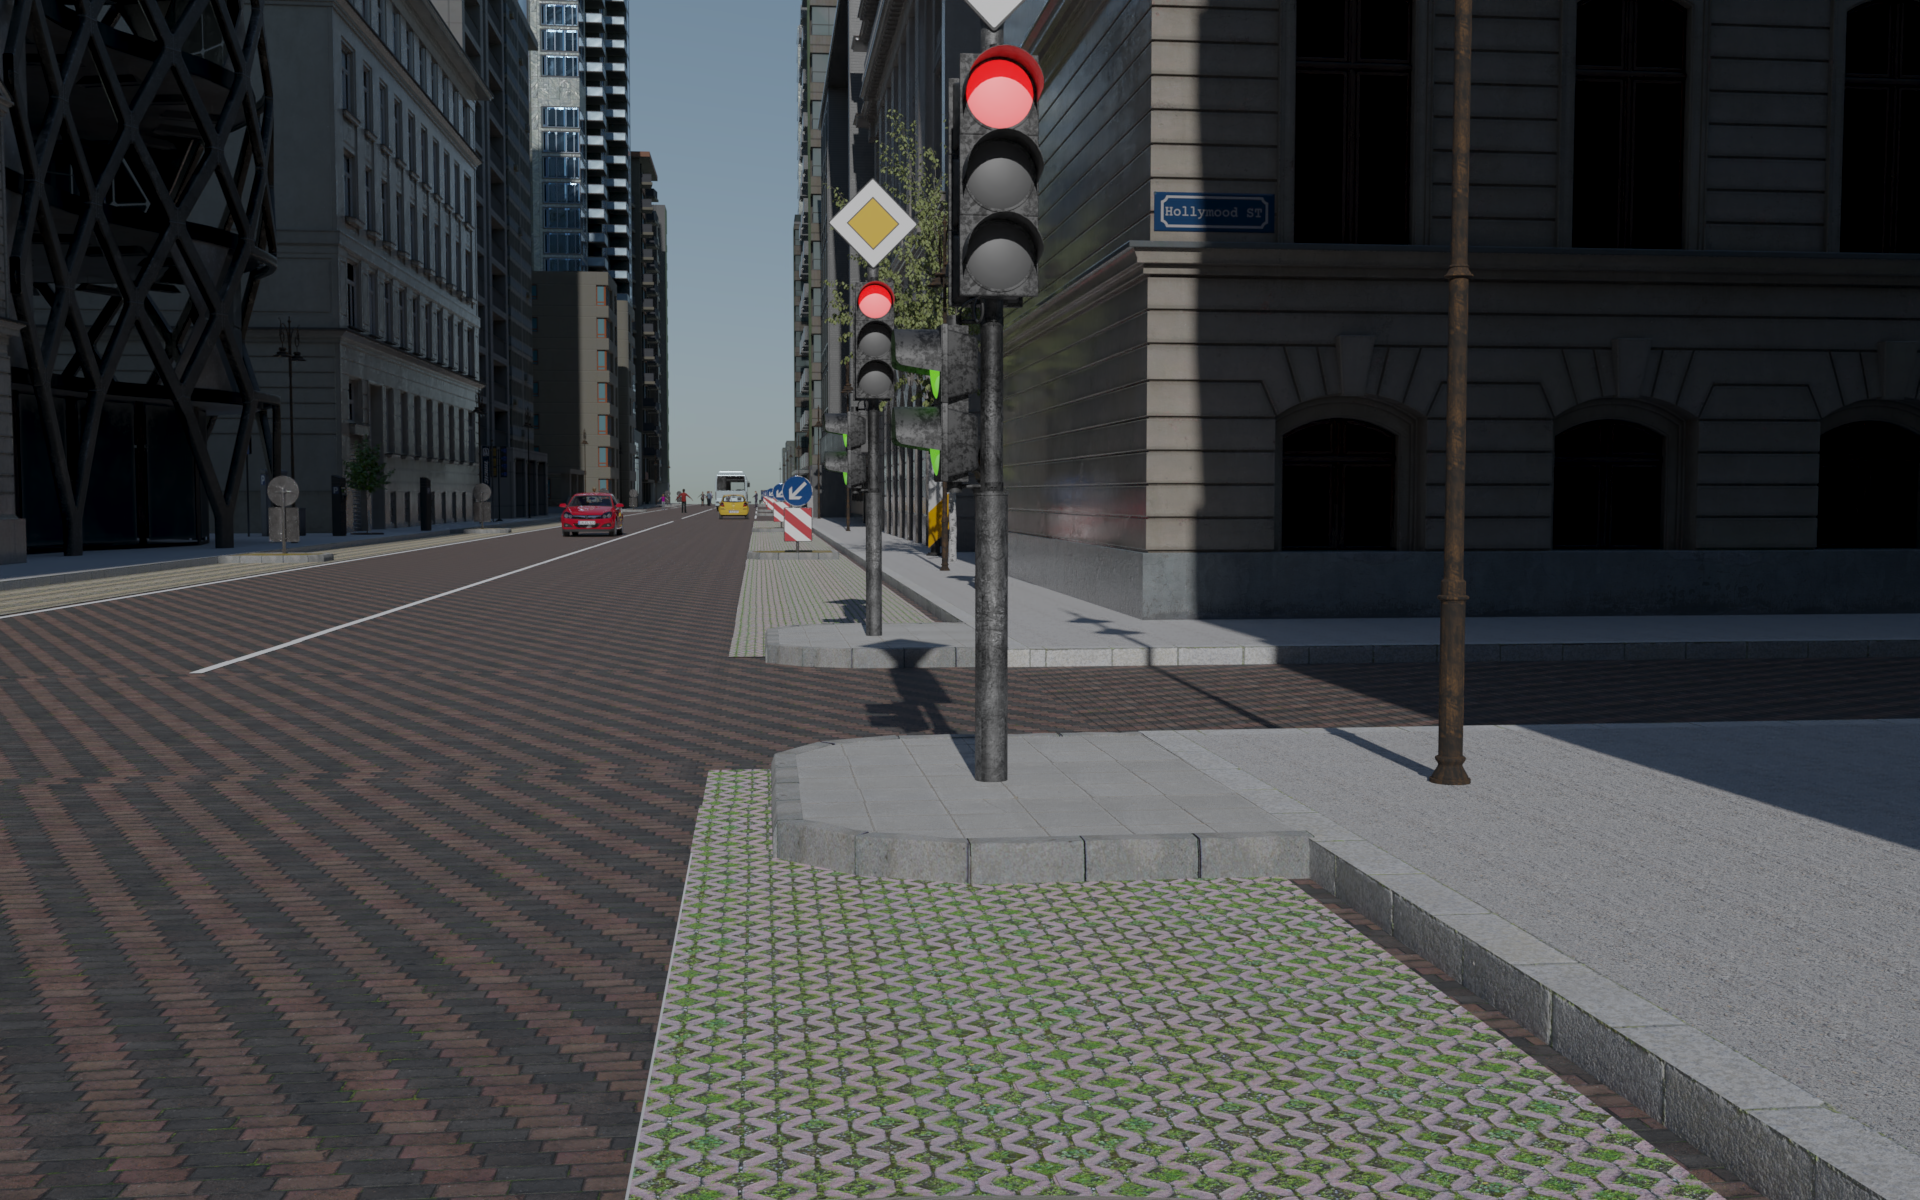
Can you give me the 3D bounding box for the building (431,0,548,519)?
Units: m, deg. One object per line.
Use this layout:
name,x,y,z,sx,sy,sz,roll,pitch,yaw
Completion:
building,-34.611,-40.310,97.323,20.563,71.187,20.611,0,4,-7

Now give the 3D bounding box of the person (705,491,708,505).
person,-31.853,-12.835,218.495,0.705,1.807,1.348,-2,4,-26

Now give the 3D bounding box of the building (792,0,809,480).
building,-2.755,-32.545,151.713,23.786,49.044,30.456,0,4,-7

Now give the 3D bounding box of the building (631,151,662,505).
building,-48.887,-34.282,215.134,22.147,44.769,28.867,0,4,-7

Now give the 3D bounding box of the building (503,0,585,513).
building,-43.083,-26.191,120.102,32.217,40.220,23.993,0,4,-7

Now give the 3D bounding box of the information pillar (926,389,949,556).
information pillar,-0.436,-2.720,35.829,0.504,3.616,0.183,2,4,24

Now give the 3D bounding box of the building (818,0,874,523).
building,1.400,-15.743,76.470,14.314,24.678,30.058,0,4,-7

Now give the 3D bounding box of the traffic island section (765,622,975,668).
traffic island section,-0.757,0.402,15.712,2.009,0.180,2.903,0,4,-7

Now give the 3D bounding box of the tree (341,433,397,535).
tree,-18.690,-3.688,54.903,1.663,3.219,1.824,0,3,0

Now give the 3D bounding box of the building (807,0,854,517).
building,-1.943,-25.575,101.743,14.154,41.232,14.086,0,4,-7

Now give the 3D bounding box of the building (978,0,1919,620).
building,18.082,-12.528,23.922,34.723,24.649,14.460,0,4,-7

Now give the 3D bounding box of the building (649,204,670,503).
building,-47.404,-33.863,237.252,14.154,41.232,14.086,0,4,-7

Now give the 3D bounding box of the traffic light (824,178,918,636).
traffic light,-0.798,-1.631,15.593,0.839,4.253,0.868,0,4,-7

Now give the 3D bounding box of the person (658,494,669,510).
person,-26.382,-8.705,154.058,0.991,1.433,0.599,-1,4,-15

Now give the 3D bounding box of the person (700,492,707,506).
person,-30.167,-11.852,202.998,1.217,1.735,0.721,0,4,0

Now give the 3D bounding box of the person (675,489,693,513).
person,-20.573,-7.380,129.096,1.348,1.831,0.705,0,4,3

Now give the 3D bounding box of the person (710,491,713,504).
person,-35.341,-14.576,246.685,0.599,1.838,0.709,0,4,-2

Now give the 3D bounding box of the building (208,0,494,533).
building,-29.046,-14.441,69.398,16.112,22.955,30.059,0,4,-7

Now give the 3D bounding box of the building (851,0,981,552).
building,4.169,-12.715,49.688,13.314,21.916,24.055,0,4,-7

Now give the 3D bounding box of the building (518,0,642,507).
building,-45.234,-53.291,183.971,22.319,86.520,31.000,0,4,-7

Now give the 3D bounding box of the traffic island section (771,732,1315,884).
traffic island section,0.163,0.887,7.779,2.009,0.180,2.903,0,4,-7

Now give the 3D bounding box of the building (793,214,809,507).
building,-10.395,-25.059,181.414,14.160,30.474,14.107,0,4,-7

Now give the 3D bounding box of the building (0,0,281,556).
building,-25.440,-10.590,40.604,16.820,18.784,16.811,0,4,-7

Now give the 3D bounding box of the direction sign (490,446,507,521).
direction sign,-21.743,-5.484,81.667,0.876,3.537,0.379,-3,5,-44

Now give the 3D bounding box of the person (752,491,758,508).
person,-21.493,-10.566,181.705,0.568,1.767,0.683,0,4,1

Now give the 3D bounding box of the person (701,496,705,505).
person,-32.232,-12.553,216.978,0.421,1.427,0.697,2,4,25

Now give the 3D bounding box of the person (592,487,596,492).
person,-19.649,-5.171,93.122,0.705,1.814,1.350,2,4,32

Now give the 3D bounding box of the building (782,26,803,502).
building,-12.822,-56.304,233.234,22.319,86.520,31.000,0,4,-7

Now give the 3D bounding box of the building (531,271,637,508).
building,-42.744,-18.516,147.769,27.650,21.520,28.899,0,4,-7

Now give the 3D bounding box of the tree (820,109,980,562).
tree,-0.357,-5.026,32.534,4.737,8.622,4.395,0,3,0

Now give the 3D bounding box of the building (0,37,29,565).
building,-21.030,-9.636,22.172,10.561,19.102,19.286,0,4,-7

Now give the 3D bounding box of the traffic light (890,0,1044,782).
traffic light,0.122,-1.146,7.661,0.839,4.253,0.868,0,4,-7

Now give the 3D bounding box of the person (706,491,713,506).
person,-30.282,-12.274,209.169,0.705,1.826,1.348,2,4,30

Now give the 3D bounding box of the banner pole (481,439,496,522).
banner pole,-21.404,-5.423,78.689,0.401,3.779,0.863,2,4,29
